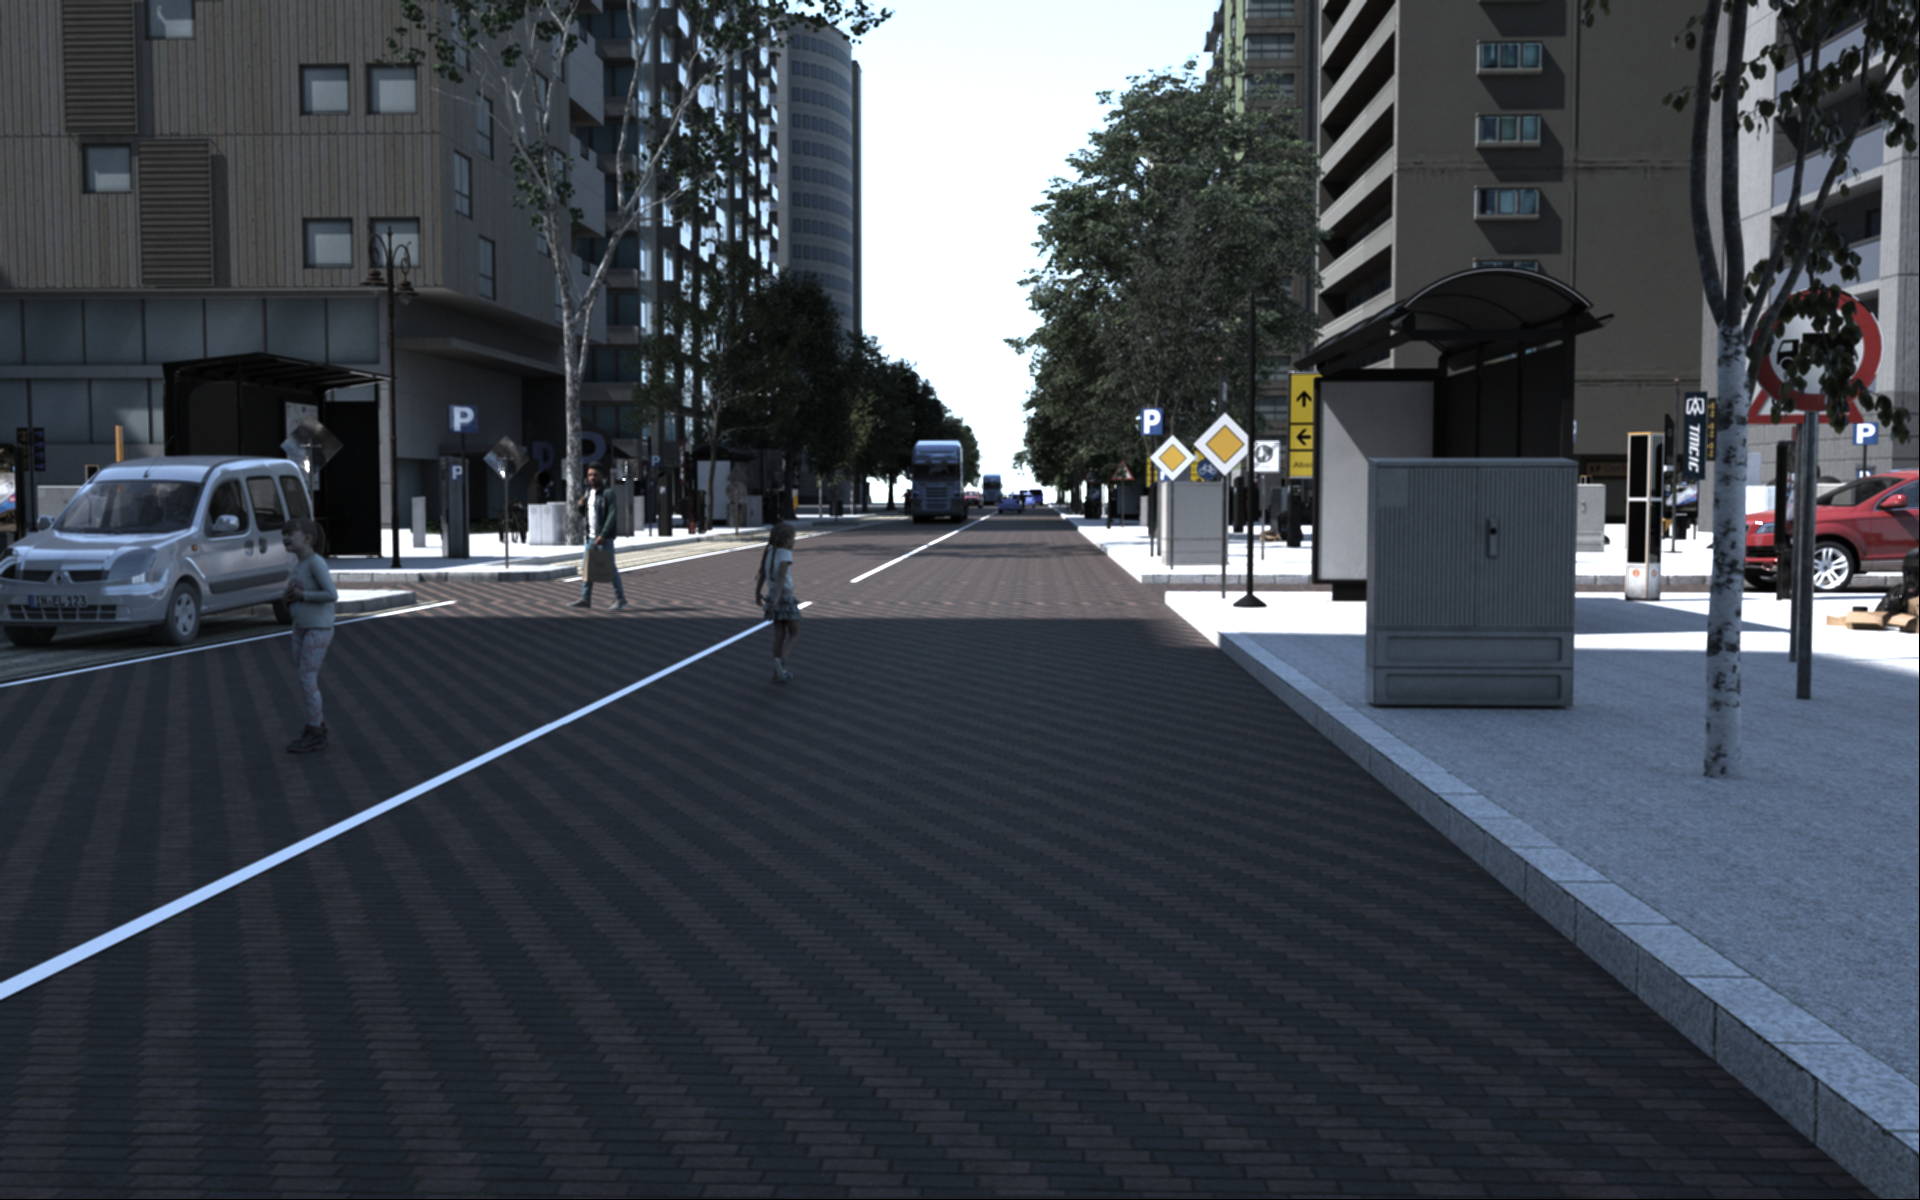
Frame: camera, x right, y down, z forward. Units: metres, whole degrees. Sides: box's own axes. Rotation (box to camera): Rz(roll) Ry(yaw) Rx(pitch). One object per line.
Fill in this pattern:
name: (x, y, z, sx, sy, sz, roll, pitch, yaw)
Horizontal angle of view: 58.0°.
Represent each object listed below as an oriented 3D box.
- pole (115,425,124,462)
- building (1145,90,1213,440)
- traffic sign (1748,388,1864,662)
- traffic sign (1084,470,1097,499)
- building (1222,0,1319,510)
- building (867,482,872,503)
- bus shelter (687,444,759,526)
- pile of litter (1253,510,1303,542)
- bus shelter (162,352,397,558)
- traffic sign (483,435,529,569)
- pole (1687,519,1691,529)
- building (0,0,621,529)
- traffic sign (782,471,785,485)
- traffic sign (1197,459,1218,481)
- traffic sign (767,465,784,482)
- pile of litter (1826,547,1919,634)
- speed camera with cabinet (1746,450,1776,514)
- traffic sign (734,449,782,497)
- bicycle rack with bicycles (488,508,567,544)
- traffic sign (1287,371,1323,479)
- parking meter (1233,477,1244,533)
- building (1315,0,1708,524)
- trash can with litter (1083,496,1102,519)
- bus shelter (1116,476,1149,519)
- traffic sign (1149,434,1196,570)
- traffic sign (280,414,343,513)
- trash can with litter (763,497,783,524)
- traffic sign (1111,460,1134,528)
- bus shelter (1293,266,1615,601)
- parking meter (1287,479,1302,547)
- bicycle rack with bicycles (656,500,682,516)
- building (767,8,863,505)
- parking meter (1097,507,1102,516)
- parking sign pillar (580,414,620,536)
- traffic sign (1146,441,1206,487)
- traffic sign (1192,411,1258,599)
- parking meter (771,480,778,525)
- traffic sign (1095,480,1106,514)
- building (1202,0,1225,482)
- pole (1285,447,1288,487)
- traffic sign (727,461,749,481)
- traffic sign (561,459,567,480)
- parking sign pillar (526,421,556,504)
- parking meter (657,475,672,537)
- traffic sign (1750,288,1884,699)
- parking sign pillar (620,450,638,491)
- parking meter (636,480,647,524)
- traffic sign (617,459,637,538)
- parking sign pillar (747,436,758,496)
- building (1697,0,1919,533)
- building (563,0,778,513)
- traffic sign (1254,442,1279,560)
pole: (-24.950, -3.526, 51.493, 0.158, 3.312, 0.155, 0, 3, 0)
building: (38.198, -38.797, 223.566, 28.713, 52.752, 27.495, 0, 4, 2)
traffic sign: (6.378, -0.805, 13.172, 0.884, 2.594, 0.081, 0, 4, 6)
traffic sign: (6.835, -5.494, 89.934, 0.768, 2.556, 0.104, 0, 4, 5)
building: (26.608, -27.314, 130.185, 14.154, 41.232, 14.086, 0, 4, 2)
building: (-28.984, -33.541, 240.271, 32.217, 40.220, 23.993, 0, 4, 2)
bus shelter: (-9.809, -4.779, 72.066, 2.014, 3.302, 5.546, 0, 4, 3)
pile of litter: (8.651, -2.034, 47.228, 1.719, 0.858, 1.176, -2, 4, -24)
bus shelter: (-12.289, -2.478, 31.806, 1.731, 3.624, 6.357, 0, 4, 3)
traffic sign: (-7.764, -1.590, 29.643, 0.795, 2.450, 0.064, 0, 4, 2)
pole: (26.832, -4.279, 63.802, 0.158, 3.312, 0.155, 0, 3, 0)
building: (-31.265, -29.661, 74.199, 28.713, 52.752, 27.495, 0, 4, 2)
traffic sign: (-9.455, -5.730, 93.791, 0.768, 2.556, 0.104, 0, 4, 8)
traffic sign: (8.831, -3.774, 61.803, 0.768, 2.556, 0.104, 1, 4, 8)
traffic sign: (-8.040, -4.615, 75.554, 0.768, 2.556, 0.104, 0, 4, 3)
pile of litter: (8.945, -0.145, 16.329, 1.176, 0.858, 1.719, 0, 4, 2)
speed camera with cabinet: (16.633, -2.559, 36.170, 0.660, 3.252, 2.038, 0, 4, 0)
traffic sign: (-9.174, -5.185, 78.654, 2.265, 3.308, 0.079, 1, 4, 10)
bicycle rack with bicycles: (-11.184, -1.976, 45.684, 2.852, 0.926, 2.925, 0, 4, -5)
traffic sign: (6.550, -2.125, 28.616, 2.265, 3.308, 0.079, 1, 4, 10)
parking meter: (9.302, -3.188, 57.838, 0.255, 1.863, 0.399, -1, 4, -11)
building: (29.496, -28.054, 82.390, 21.300, 48.544, 21.600, 0, 4, 2)
trash can with litter: (6.816, -4.727, 88.668, 1.055, 1.170, 0.624, 3, 5, 43)
bus shelter: (8.545, -5.564, 84.890, 2.014, 3.302, 5.546, 0, 4, 2)
traffic sign: (3.569, -1.559, 29.139, 0.795, 2.450, 0.064, 0, 4, 2)
traffic sign: (-8.106, -1.102, 21.665, 0.795, 2.450, 0.064, 0, 4, 2)
trash can with litter: (-8.059, -3.830, 74.000, 0.624, 1.170, 1.055, 2, 4, 34)
traffic sign: (6.148, -4.001, 65.428, 0.884, 2.594, 0.081, 1, 4, 12)
bus shelter: (4.894, -1.482, 18.162, 2.014, 3.302, 5.546, 0, 4, 3)
parking meter: (8.062, -2.206, 41.779, 0.255, 1.863, 0.399, 0, 4, -5)
bicycle rack with bicycles: (-17.121, -5.511, 103.491, 2.852, 0.926, 2.925, 3, 5, 40)
building: (-23.856, -41.061, 213.350, 21.231, 58.520, 28.212, 0, 4, 2)
parking meter: (8.248, -5.776, 102.849, 0.372, 1.533, 0.369, 0, 3, 0)
parking sign pillar: (-11.435, -3.985, 53.625, 1.447, 3.967, 1.447, 0, 4, -5)
traffic sign: (8.147, -4.376, 65.427, 2.265, 3.308, 0.079, 0, 4, 6)
traffic sign: (3.227, -1.071, 21.161, 0.795, 2.450, 0.064, 0, 4, 2)
parking meter: (-7.576, -3.982, 70.818, 0.255, 1.863, 0.399, 0, 4, -5)
traffic sign: (7.325, -5.546, 90.681, 0.884, 2.594, 0.081, 1, 4, 9)
building: (33.062, -32.561, 151.977, 23.786, 49.044, 30.456, 0, 4, 2)
pole: (14.062, -4.929, 74.428, 0.158, 3.312, 0.155, 0, 3, 0)
traffic sign: (-8.871, -4.224, 69.066, 0.884, 2.594, 0.081, 0, 4, 5)
traffic sign: (-11.222, -2.934, 50.099, 0.606, 2.300, 0.079, 0, 4, 4)
parking sign pillar: (-15.500, -4.628, 64.134, 1.447, 3.967, 1.447, 1, 4, 18)
parking meter: (-8.924, -2.852, 52.336, 0.399, 1.863, 0.255, 2, 4, 23)
traffic sign: (5.286, -0.652, 10.774, 0.768, 2.556, 0.104, 1, 4, 11)
parking sign pillar: (-18.226, -6.475, 94.341, 1.447, 3.967, 1.447, -1, 4, -13)
parking meter: (-13.437, -4.122, 73.102, 0.399, 1.863, 0.255, -3, 4, -36)
traffic sign: (-9.708, -2.959, 50.502, 0.606, 2.300, 0.079, 0, 4, 3)
parking sign pillar: (-9.725, -5.618, 80.319, 1.447, 3.967, 1.447, 0, 4, 8)
building: (38.658, -30.931, 47.715, 28.212, 58.520, 21.231, 0, 4, 2)
building: (-28.094, -32.487, 150.766, 23.786, 49.044, 30.456, 0, 4, 2)
traffic sign: (5.859, -1.916, 33.463, 0.606, 2.300, 0.079, 1, 4, 9)
